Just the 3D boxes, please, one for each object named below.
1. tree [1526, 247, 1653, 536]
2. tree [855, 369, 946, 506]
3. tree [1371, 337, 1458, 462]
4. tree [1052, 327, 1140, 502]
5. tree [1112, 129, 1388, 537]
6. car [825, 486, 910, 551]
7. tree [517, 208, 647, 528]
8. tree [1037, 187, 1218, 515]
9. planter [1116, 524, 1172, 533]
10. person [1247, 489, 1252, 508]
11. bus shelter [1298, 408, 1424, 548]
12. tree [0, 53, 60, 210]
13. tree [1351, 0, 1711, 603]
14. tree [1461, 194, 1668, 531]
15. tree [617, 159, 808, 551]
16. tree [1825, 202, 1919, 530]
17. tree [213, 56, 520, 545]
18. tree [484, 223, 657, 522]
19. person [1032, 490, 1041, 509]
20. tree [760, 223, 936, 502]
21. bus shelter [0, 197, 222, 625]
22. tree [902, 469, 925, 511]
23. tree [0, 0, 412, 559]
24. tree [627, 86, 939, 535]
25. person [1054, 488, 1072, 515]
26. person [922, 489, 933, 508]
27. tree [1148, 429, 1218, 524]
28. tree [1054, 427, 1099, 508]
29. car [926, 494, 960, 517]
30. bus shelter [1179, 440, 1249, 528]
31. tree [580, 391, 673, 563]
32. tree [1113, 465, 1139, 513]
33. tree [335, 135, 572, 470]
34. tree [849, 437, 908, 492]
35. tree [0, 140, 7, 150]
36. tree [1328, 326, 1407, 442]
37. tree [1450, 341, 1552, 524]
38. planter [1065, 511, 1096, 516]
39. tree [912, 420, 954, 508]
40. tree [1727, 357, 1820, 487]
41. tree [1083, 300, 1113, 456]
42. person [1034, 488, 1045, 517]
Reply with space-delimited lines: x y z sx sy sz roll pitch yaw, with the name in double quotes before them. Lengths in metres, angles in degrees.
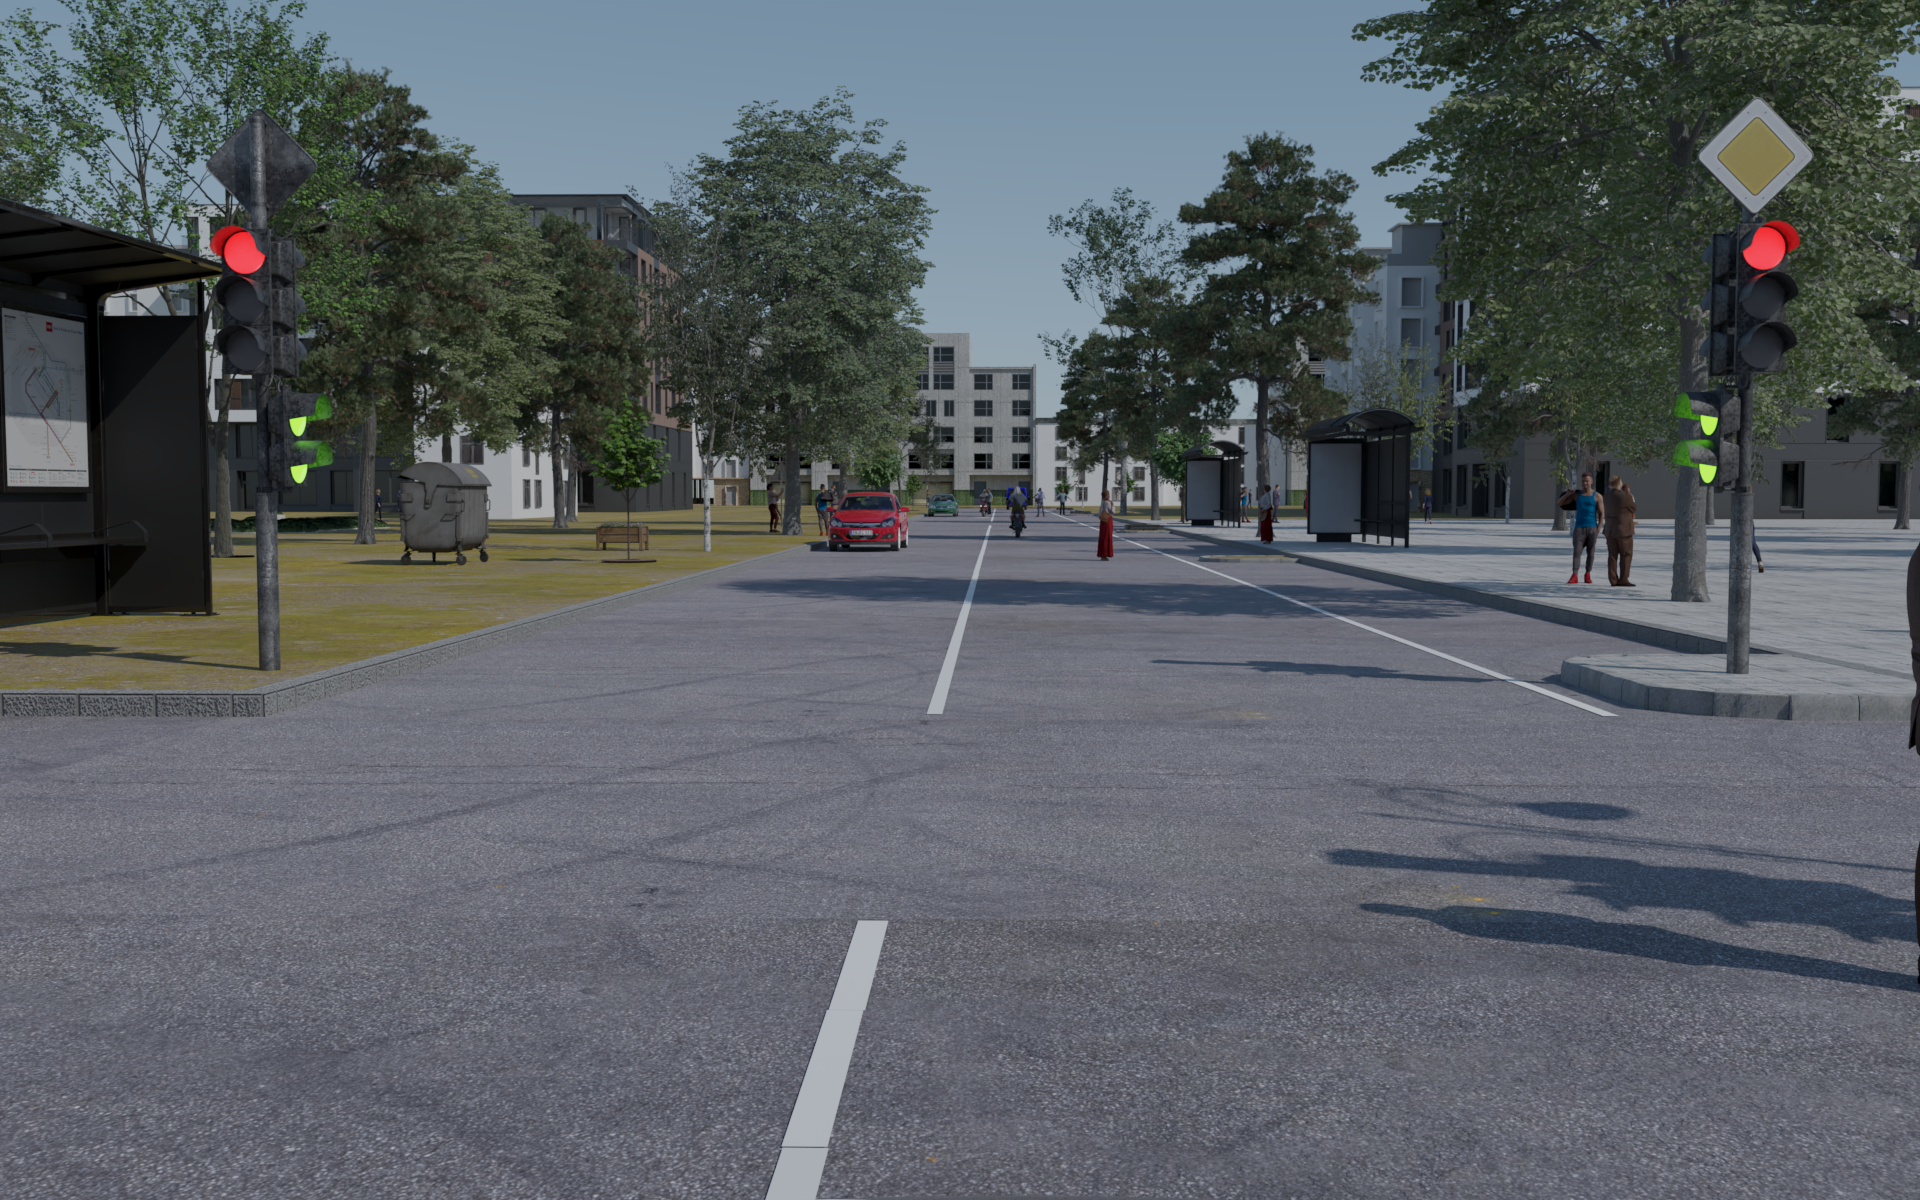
"tree" 18.840 -6.246 52.492 4.737 8.622 4.395 0 3 0
"tree" -4.408 -11.378 120.434 7.601 10.594 8.767 1 4 19
"tree" 21.315 -8.082 82.495 4.737 8.622 4.395 0 3 0
"tree" 10.988 -13.647 130.555 7.806 13.903 7.818 0 3 0
"tree" 8.982 -7.897 51.171 6.751 12.117 7.091 0 3 0
"car" -2.338 -2.179 44.669 2.155 1.783 4.494 0 4 2
"tree" -15.261 -8.764 65.349 6.751 12.117 7.091 0 3 0
"tree" 10.826 -15.236 105.001 12.611 20.169 13.585 0 3 0
"planter" 6.764 -2.620 63.982 1.991 0.319 1.994 0 4 1
"person" 26.232 -9.153 156.617 0.530 1.710 0.541 0 4 3
"bus shelter" 9.977 -3.036 43.570 2.014 3.302 5.546 0 4 1
"tree" -25.703 -8.160 40.078 9.857 13.997 8.962 0 3 0
"tree" 8.327 -6.245 20.229 7.486 12.596 7.792 0 3 0
"tree" 20.939 -8.439 60.030 6.751 12.117 7.091 0 3 0
"tree" -5.573 -5.376 38.267 4.360 8.622 3.978 0 3 0
"tree" 34.205 -8.578 62.313 6.751 12.117 7.091 0 3 0
"tree" -15.094 -7.455 43.945 6.751 12.117 7.091 0 3 0
"tree" -17.454 -10.449 78.271 7.806 13.903 7.818 0 3 0
"person" 7.517 -9.583 164.807 1.348 1.869 0.705 -1 4 -8
"tree" -4.800 -9.434 72.368 7.486 12.596 7.792 0 3 0
"bus shelter" -8.431 -1.459 15.132 1.731 3.624 6.357 0 4 1
"tree" -3.457 -8.413 132.157 1.663 3.219 1.824 0 3 0
"tree" -14.948 -6.647 34.441 9.928 11.665 9.643 0 3 0
"tree" -5.400 -9.024 54.202 9.857 13.997 8.962 0 3 0
"person" 7.004 -6.712 118.227 1.348 1.826 0.705 -1 4 -20
"person" -2.951 -9.444 161.174 1.217 1.735 0.721 -1 4 -11
"tree" 9.647 -5.548 74.420 4.285 4.588 4.351 0 3 0
"tree" 11.192 -12.879 160.931 4.360 8.622 3.978 0 3 0
"car" -1.060 -6.018 110.186 2.131 1.459 4.920 0 4 2
"bus shelter" 9.868 -4.511 67.679 2.014 3.302 5.546 0 4 1
"tree" -6.332 -2.312 32.406 1.663 3.219 1.824 0 3 0
"tree" 11.273 -7.478 116.862 1.663 3.219 1.824 0 3 0
"tree" -16.073 -8.399 55.453 7.486 12.596 7.792 0 3 0
"tree" -4.661 -6.817 95.173 4.285 4.588 4.351 0 3 0
"tree" -15.318 -4.493 23.828 4.360 8.622 3.978 0 3 0
"tree" 17.884 -7.715 76.504 4.360 8.622 3.978 0 3 0
"tree" 23.326 -7.560 73.966 4.360 8.622 3.978 0 3 0
"planter" 7.914 -5.698 114.297 1.991 0.319 1.994 0 4 1
"tree" -2.917 -13.043 163.619 4.360 8.622 3.978 0 3 0
"tree" 24.598 -6.300 53.371 4.360 8.622 3.978 0 3 0
"tree" 9.395 -9.890 83.762 6.751 12.117 7.091 0 3 0
"person" 5.004 -6.133 108.646 0.709 1.838 0.599 -1 4 -22
